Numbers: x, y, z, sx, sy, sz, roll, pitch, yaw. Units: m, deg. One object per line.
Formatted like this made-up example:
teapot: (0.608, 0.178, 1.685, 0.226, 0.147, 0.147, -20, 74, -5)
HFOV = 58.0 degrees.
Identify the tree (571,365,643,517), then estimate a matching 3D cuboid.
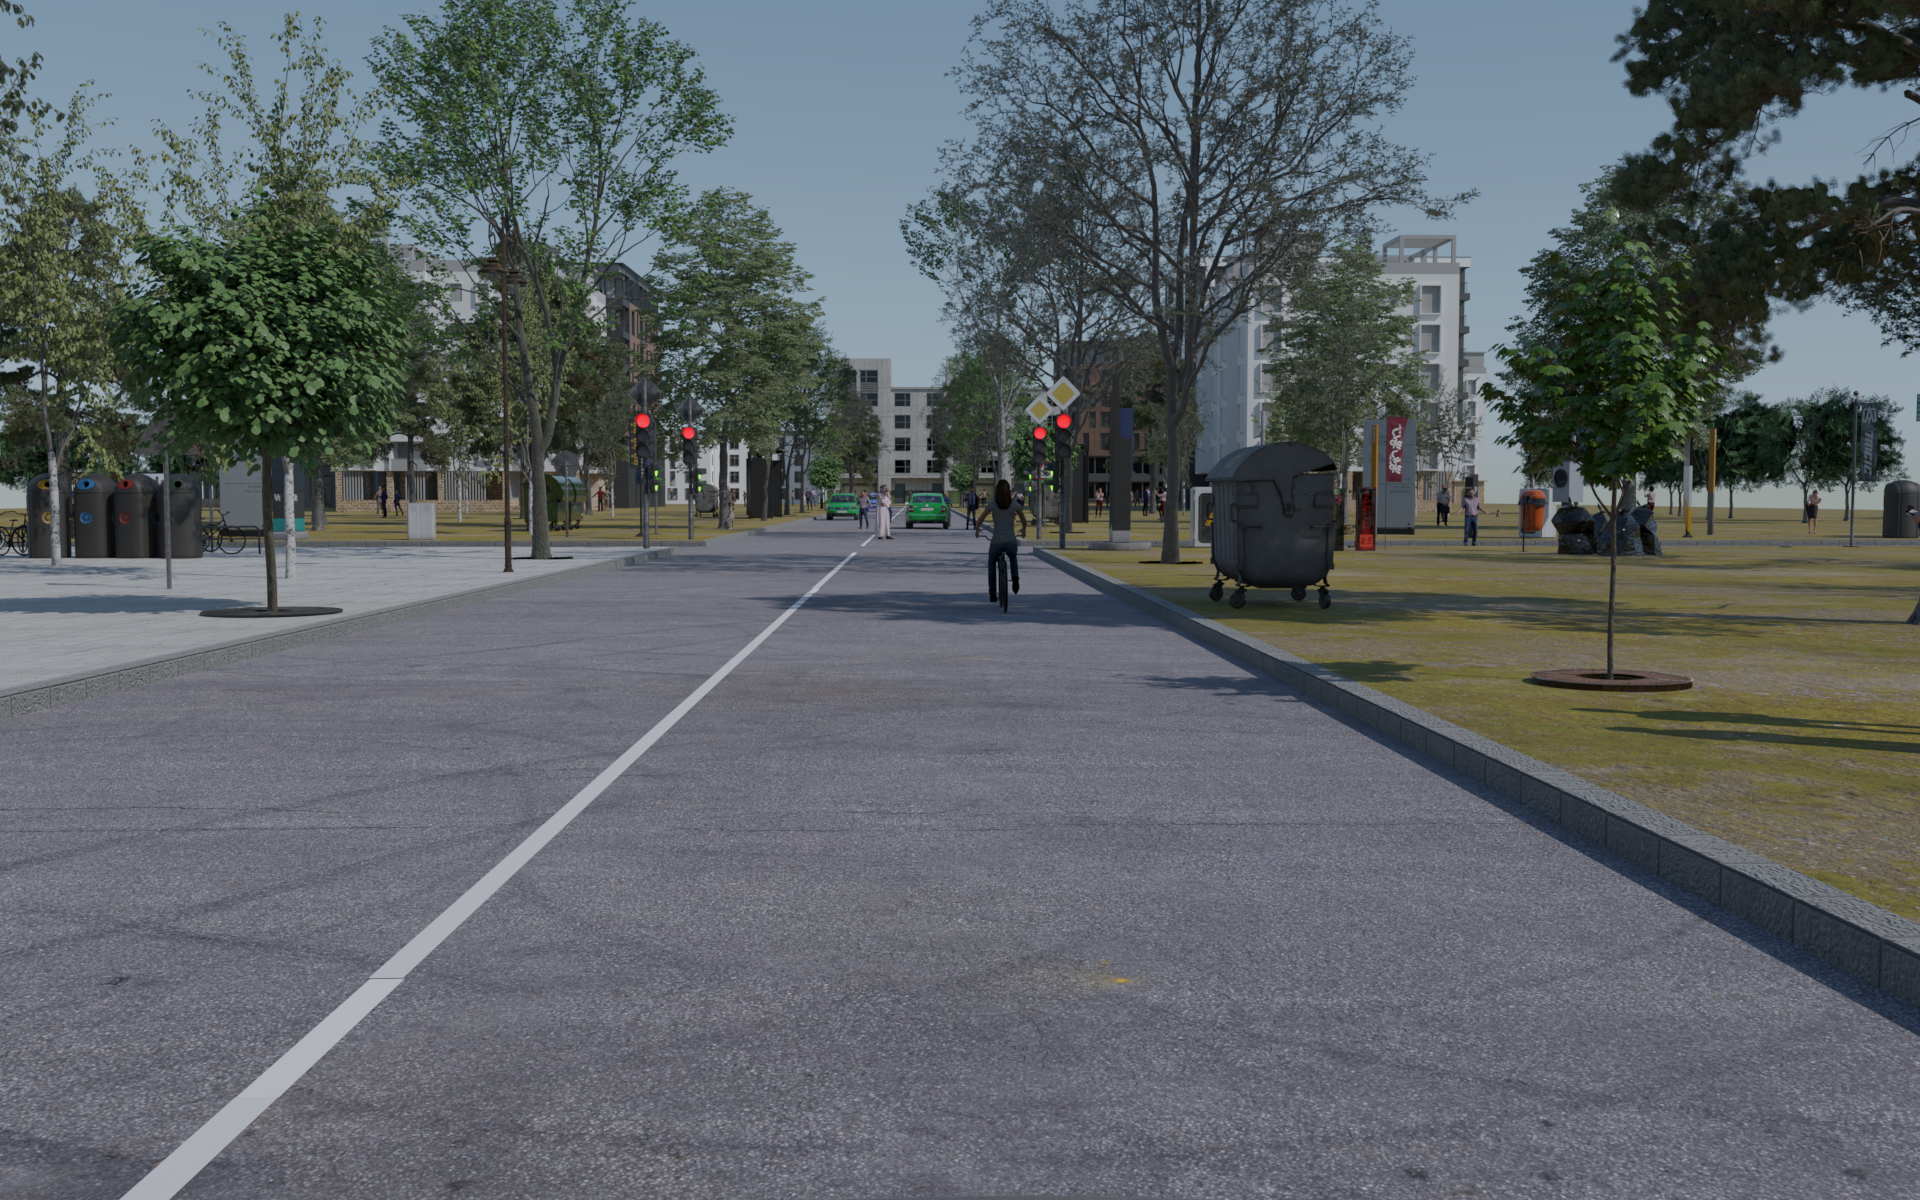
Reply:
tree: (-20.007, -9.044, 98.230, 4.360, 8.622, 3.978, 0, 3, 0)

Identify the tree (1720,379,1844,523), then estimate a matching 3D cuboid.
tree: (39.255, -7.399, 83.875, 11.467, 7.101, 20.602, -1, 4, -9)

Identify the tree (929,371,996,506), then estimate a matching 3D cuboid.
tree: (0.438, -16.607, 178.941, 7.806, 13.903, 7.818, 0, 3, 0)

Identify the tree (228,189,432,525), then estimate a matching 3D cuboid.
tree: (-26.592, -10.078, 71.438, 9.857, 13.997, 8.962, 0, 3, 0)

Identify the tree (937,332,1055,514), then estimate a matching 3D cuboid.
tree: (2.316, -11.304, 110.578, 9.928, 11.665, 9.643, 0, 3, 0)

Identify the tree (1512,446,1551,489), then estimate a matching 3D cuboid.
tree: (41.142, -8.910, 108.580, 11.467, 7.101, 20.602, -2, 4, -29)

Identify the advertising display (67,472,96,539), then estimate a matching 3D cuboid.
advertising display: (-25.455, -2.755, 50.257, 0.123, 1.923, 0.974, 1, 4, 16)

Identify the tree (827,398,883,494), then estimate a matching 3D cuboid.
tree: (-11.729, -16.185, 186.675, 6.751, 12.117, 7.091, 0, 3, 0)

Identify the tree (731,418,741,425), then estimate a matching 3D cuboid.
tree: (-10.626, -12.643, 117.079, 12.009, 13.543, 11.850, 0, 3, 0)

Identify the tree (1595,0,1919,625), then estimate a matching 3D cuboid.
tree: (9.698, -5.784, 16.624, 6.751, 12.117, 7.091, 0, 3, 0)

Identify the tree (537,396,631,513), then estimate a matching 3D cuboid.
tree: (-25.386, -11.147, 116.661, 8.767, 10.594, 7.601, 0, 4, 0)

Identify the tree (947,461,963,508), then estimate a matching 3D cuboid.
tree: (0.283, -10.918, 162.215, 4.285, 4.588, 4.351, 0, 3, 0)

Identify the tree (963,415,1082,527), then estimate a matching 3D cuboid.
tree: (3.183, -5.175, 68.330, 4.285, 4.588, 4.351, 0, 3, 0)

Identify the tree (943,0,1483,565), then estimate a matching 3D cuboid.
tree: (3.975, -7.399, 31.350, 12.009, 13.543, 11.850, 0, 3, 0)

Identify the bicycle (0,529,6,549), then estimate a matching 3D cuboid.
bicycle: (-21.896, -1.529, 38.227, 0.635, 0.972, 1.543, 3, 5, 41)

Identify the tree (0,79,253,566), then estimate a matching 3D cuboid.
tree: (-15.882, -4.911, 30.660, 4.737, 8.622, 4.395, 0, 3, 0)

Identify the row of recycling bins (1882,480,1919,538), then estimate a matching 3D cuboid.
row of recycling bins: (28.037, -2.716, 51.520, 1.069, 1.692, 3.534, 2, 4, 30)

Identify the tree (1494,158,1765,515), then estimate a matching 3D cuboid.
tree: (24.425, -9.575, 63.201, 9.857, 13.997, 8.962, 0, 3, 0)

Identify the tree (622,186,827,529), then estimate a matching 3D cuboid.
tree: (-8.402, -8.939, 64.282, 7.486, 12.596, 7.792, 0, 3, 0)

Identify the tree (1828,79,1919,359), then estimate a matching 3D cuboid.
tree: (18.946, -5.826, 29.666, 7.601, 10.594, 8.767, 0, 4, 5)

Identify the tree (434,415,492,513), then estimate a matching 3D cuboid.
tree: (-32.761, -10.063, 114.891, 4.360, 8.622, 3.978, 0, 3, 0)

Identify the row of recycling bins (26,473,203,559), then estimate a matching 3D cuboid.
row of recycling bins: (-16.937, -1.688, 34.718, 3.534, 1.692, 1.069, 0, 4, 3)

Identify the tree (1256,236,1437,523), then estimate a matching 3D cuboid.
tree: (16.891, -9.642, 75.766, 7.486, 12.596, 7.792, 0, 3, 0)

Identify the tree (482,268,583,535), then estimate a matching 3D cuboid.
tree: (-13.764, -6.392, 54.872, 4.737, 8.622, 4.395, 0, 3, 0)

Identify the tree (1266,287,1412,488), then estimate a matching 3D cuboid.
tree: (13.227, -6.780, 61.221, 4.360, 8.622, 3.978, 0, 3, 0)

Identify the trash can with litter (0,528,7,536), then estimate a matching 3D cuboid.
trash can with litter: (-28.608, -2.422, 50.993, 1.055, 1.170, 0.624, -3, 4, -37)

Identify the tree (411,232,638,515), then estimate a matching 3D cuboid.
tree: (-17.570, -9.117, 71.113, 6.751, 12.117, 7.091, 0, 3, 0)

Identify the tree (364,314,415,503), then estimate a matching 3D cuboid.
tree: (-31.427, -10.818, 98.934, 6.751, 12.117, 7.091, 0, 3, 0)

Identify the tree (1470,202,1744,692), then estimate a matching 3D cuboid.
tree: (4.274, -1.044, 11.676, 1.663, 3.219, 1.824, 0, 3, 0)

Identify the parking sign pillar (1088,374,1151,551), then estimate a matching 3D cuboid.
parking sign pillar: (3.664, -3.129, 39.631, 1.447, 3.967, 1.447, 0, 4, 2)

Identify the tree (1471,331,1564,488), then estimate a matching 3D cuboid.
tree: (26.303, -7.842, 78.581, 4.360, 8.622, 3.978, 0, 3, 0)

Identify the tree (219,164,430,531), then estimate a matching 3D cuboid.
tree: (-22.501, -8.700, 60.375, 7.486, 12.596, 7.792, 0, 3, 0)

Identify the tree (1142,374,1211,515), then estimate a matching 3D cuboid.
tree: (13.265, -9.401, 104.067, 4.360, 8.622, 3.978, 0, 3, 0)

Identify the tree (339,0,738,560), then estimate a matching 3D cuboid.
tree: (-8.179, -6.612, 33.860, 9.928, 11.665, 9.643, 0, 3, 0)

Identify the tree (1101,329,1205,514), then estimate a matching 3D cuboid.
tree: (12.476, -11.611, 111.890, 6.751, 12.117, 7.091, 0, 3, 0)

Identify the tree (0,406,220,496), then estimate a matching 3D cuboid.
tree: (-58.330, -9.333, 115.494, 20.602, 7.101, 11.467, -1, 4, -12)

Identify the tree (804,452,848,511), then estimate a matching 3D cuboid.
tree: (-10.226, -9.080, 132.176, 4.285, 4.588, 4.351, 0, 3, 0)

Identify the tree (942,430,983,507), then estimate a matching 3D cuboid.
tree: (0.406, -13.376, 169.065, 4.360, 8.622, 3.978, 0, 3, 0)

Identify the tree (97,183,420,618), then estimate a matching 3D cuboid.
tree: (-7.419, -2.131, 18.552, 4.285, 4.588, 4.351, 0, 3, 0)

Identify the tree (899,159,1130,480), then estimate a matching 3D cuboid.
tree: (3.597, -14.536, 93.550, 12.611, 20.169, 13.585, 0, 3, 0)

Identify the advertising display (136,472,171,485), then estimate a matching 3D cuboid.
advertising display: (-23.672, -2.790, 50.833, 0.974, 1.923, 0.123, -1, 4, -18)

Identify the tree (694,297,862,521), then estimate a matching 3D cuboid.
tree: (-9.165, -9.045, 82.297, 8.767, 10.594, 7.601, -3, 5, -44)

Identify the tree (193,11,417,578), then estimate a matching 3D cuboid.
tree: (-10.431, -4.633, 26.111, 4.737, 8.622, 4.395, 0, 3, 0)

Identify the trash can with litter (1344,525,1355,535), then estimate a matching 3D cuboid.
trash can with litter: (11.904, -2.636, 54.490, 1.055, 1.170, 0.624, -3, 4, -38)

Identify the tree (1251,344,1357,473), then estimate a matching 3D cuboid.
tree: (17.223, -8.262, 85.453, 4.737, 8.622, 4.395, 0, 3, 0)

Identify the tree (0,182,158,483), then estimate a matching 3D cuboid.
tree: (-31.403, -8.458, 60.337, 6.751, 12.117, 7.091, 0, 3, 0)

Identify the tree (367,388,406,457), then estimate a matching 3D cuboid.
tree: (-32.657, -9.403, 88.155, 7.601, 10.594, 8.767, 1, 4, 18)

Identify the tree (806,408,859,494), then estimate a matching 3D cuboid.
tree: (-10.342, -11.565, 139.456, 4.737, 8.622, 4.395, 0, 3, 0)

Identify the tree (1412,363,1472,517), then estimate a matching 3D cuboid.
tree: (27.345, -8.958, 96.833, 4.360, 8.622, 3.978, 0, 3, 0)

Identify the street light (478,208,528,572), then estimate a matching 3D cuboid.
street light: (-7.429, -3.396, 28.316, 0.468, 5.910, 1.993, 0, 4, -1)

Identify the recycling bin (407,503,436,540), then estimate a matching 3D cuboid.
recycling bin: (-15.124, -2.208, 48.649, 0.722, 1.027, 0.722, -1, 4, -13)

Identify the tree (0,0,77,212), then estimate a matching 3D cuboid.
tree: (-9.205, -3.864, 13.534, 4.360, 8.622, 3.978, 0, 3, 0)
